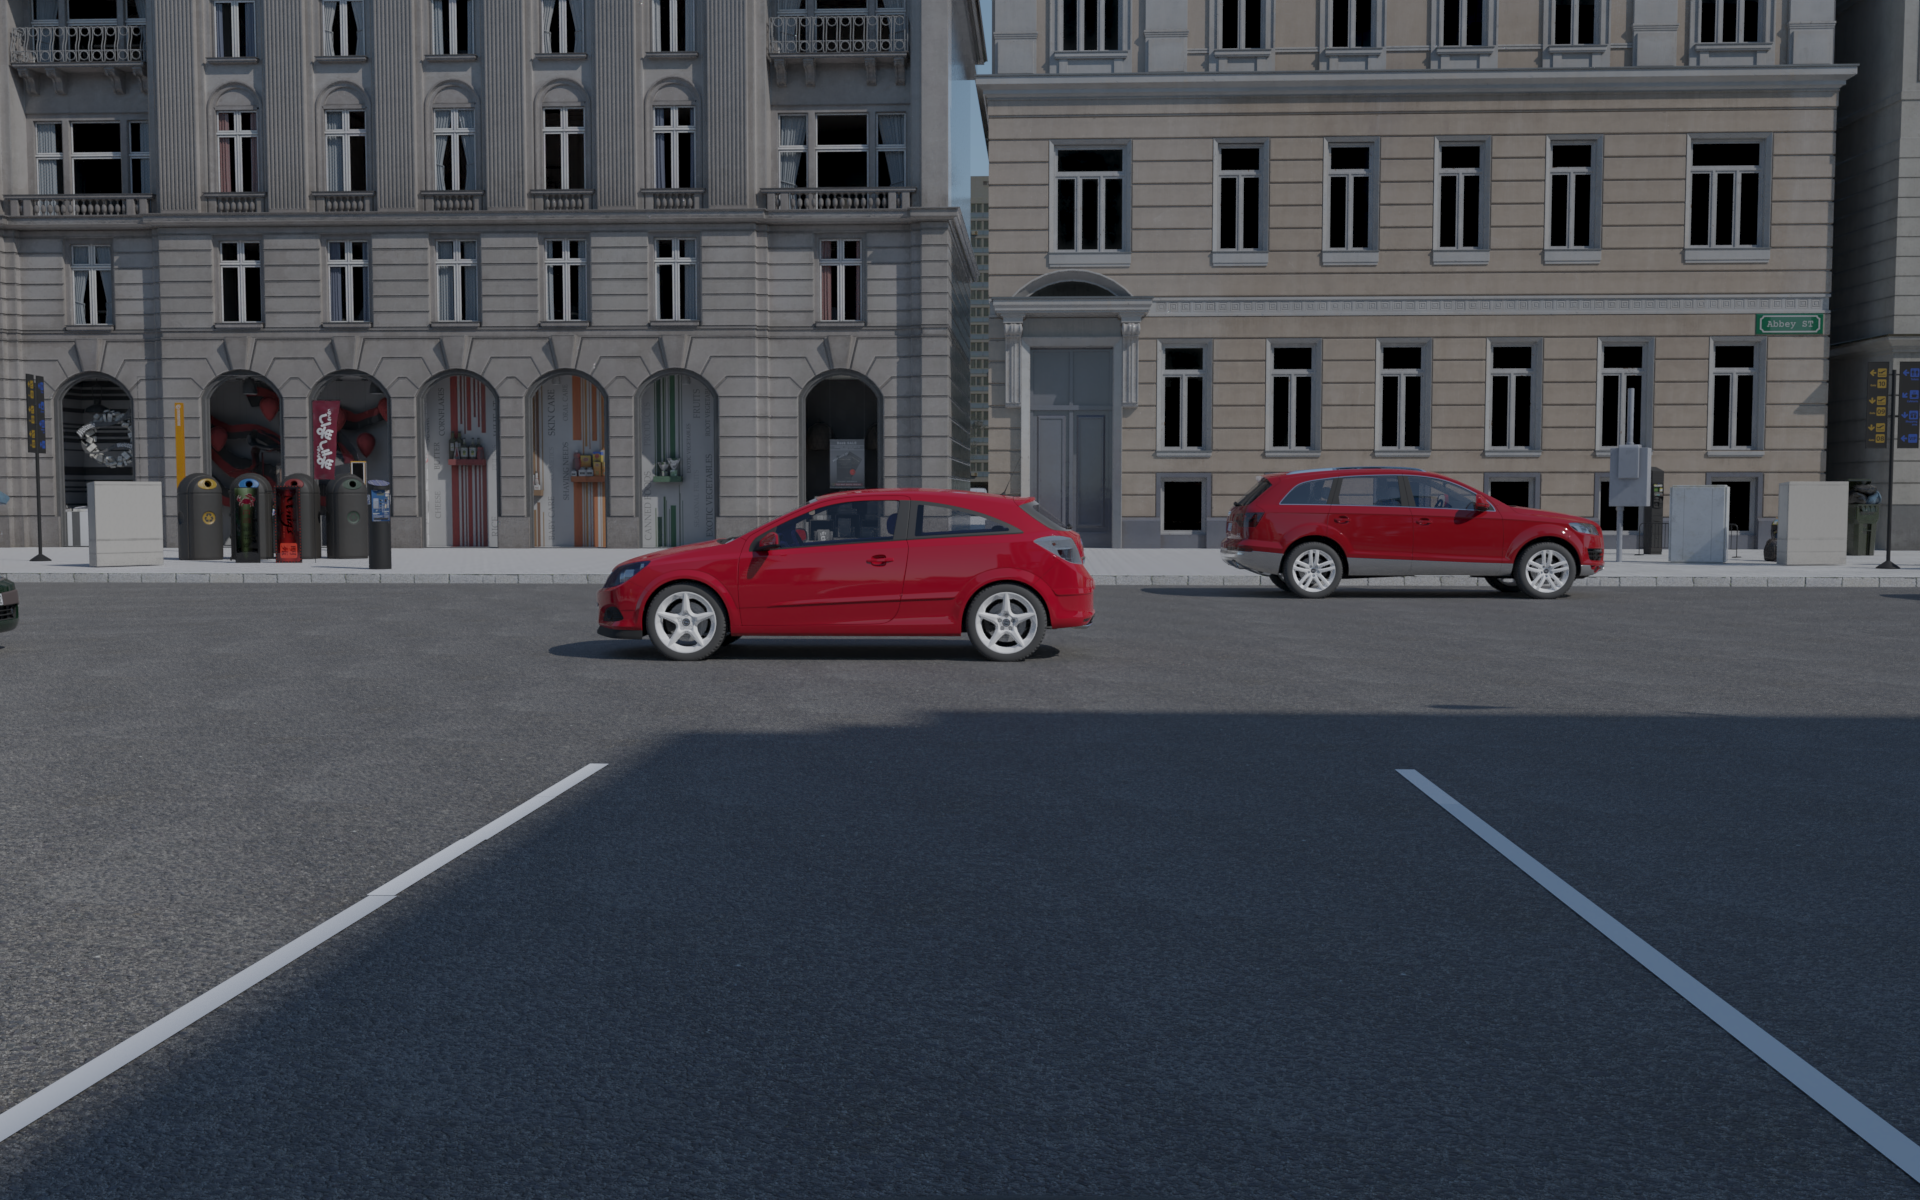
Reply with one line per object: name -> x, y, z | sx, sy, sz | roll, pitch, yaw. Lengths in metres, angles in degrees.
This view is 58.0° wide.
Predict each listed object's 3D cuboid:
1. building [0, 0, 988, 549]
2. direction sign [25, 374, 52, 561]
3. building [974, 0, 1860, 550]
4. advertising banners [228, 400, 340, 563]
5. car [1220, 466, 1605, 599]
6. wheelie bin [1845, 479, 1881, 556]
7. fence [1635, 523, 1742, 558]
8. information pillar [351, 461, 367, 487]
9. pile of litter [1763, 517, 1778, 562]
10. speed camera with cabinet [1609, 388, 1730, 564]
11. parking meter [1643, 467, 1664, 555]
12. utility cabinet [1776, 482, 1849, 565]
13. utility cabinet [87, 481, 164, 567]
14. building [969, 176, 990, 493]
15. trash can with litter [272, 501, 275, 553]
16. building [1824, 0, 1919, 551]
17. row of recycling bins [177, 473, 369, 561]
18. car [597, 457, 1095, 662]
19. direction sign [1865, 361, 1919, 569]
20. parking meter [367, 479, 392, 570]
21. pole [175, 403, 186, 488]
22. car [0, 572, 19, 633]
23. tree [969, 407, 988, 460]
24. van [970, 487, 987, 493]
building -> -11.506, -12.489, 45.992 | 24.055, 21.916, 13.314 | 0, 4, 3
direction sign -> -17.587, -2.509, 33.023 | 0.379, 3.537, 0.876 | -1, 4, -10
building -> 10.603, -15.890, 45.699 | 20.117, 28.700, 13.634 | 0, 4, 3
advertising banners -> -12.521, -2.200, 32.152 | 2.074, 3.025, 0.090 | 0, 4, -2
car -> 6.376, -0.971, 24.544 | 5.304, 1.827, 2.281 | 0, 4, 3
wheelie bin -> 18.754, -1.727, 36.142 | 0.980, 1.594, 0.693 | -1, 4, -17
fence -> 14.936, -1.235, 35.568 | 2.069, 0.683, 0.278 | 3, 5, 43
information pillar -> -13.497, -2.106, 38.923 | 0.304, 2.012, 0.304 | -1, 4, -13
pile of litter -> 16.001, -1.171, 33.108 | 1.719, 0.858, 1.176 | -3, 4, -38
speed camera with cabinet -> 13.243, -2.323, 32.324 | 2.038, 3.252, 0.660 | 2, 4, 28
parking meter -> 14.706, -1.896, 36.710 | 0.255, 1.863, 0.399 | 0, 4, -6
utility cabinet -> 15.310, -1.373, 31.120 | 1.173, 1.500, 0.318 | -1, 4, -9
utility cabinet -> -14.774, -1.344, 30.660 | 0.318, 1.500, 1.173 | 3, 5, 40
building -> 1.574, -31.953, 214.313 | 23.993, 40.220, 32.217 | 0, 4, 3
trash can with litter -> -14.875, -1.606, 37.641 | 0.624, 1.170, 1.055 | -3, 4, -37
building -> 42.757, -16.431, 45.068 | 44.131, 29.872, 17.030 | 0, 4, 3
row of recycling bins -> -13.527, -1.653, 34.140 | 3.534, 1.692, 1.069 | -1, 4, -16
car -> -1.030, -0.402, 15.616 | 4.494, 1.783, 2.155 | 0, 4, 1
direction sign -> 15.942, -2.303, 29.648 | 0.876, 3.537, 0.379 | 0, 4, 4
parking meter -> -9.911, -1.294, 29.569 | 0.372, 1.533, 0.369 | 0, 3, 0
pole -> -17.423, -2.746, 38.743 | 0.158, 3.312, 0.155 | 0, 3, 0
car -> -10.749, -0.350, 15.515 | 4.222, 1.686, 2.009 | 0, 4, 3
tree -> -2.485, -15.538, 164.424 | 12.009, 13.543, 11.850 | 0, 3, 0
van -> 1.099, -6.610, 115.081 | 2.013, 2.044, 4.112 | 0, 4, 2
